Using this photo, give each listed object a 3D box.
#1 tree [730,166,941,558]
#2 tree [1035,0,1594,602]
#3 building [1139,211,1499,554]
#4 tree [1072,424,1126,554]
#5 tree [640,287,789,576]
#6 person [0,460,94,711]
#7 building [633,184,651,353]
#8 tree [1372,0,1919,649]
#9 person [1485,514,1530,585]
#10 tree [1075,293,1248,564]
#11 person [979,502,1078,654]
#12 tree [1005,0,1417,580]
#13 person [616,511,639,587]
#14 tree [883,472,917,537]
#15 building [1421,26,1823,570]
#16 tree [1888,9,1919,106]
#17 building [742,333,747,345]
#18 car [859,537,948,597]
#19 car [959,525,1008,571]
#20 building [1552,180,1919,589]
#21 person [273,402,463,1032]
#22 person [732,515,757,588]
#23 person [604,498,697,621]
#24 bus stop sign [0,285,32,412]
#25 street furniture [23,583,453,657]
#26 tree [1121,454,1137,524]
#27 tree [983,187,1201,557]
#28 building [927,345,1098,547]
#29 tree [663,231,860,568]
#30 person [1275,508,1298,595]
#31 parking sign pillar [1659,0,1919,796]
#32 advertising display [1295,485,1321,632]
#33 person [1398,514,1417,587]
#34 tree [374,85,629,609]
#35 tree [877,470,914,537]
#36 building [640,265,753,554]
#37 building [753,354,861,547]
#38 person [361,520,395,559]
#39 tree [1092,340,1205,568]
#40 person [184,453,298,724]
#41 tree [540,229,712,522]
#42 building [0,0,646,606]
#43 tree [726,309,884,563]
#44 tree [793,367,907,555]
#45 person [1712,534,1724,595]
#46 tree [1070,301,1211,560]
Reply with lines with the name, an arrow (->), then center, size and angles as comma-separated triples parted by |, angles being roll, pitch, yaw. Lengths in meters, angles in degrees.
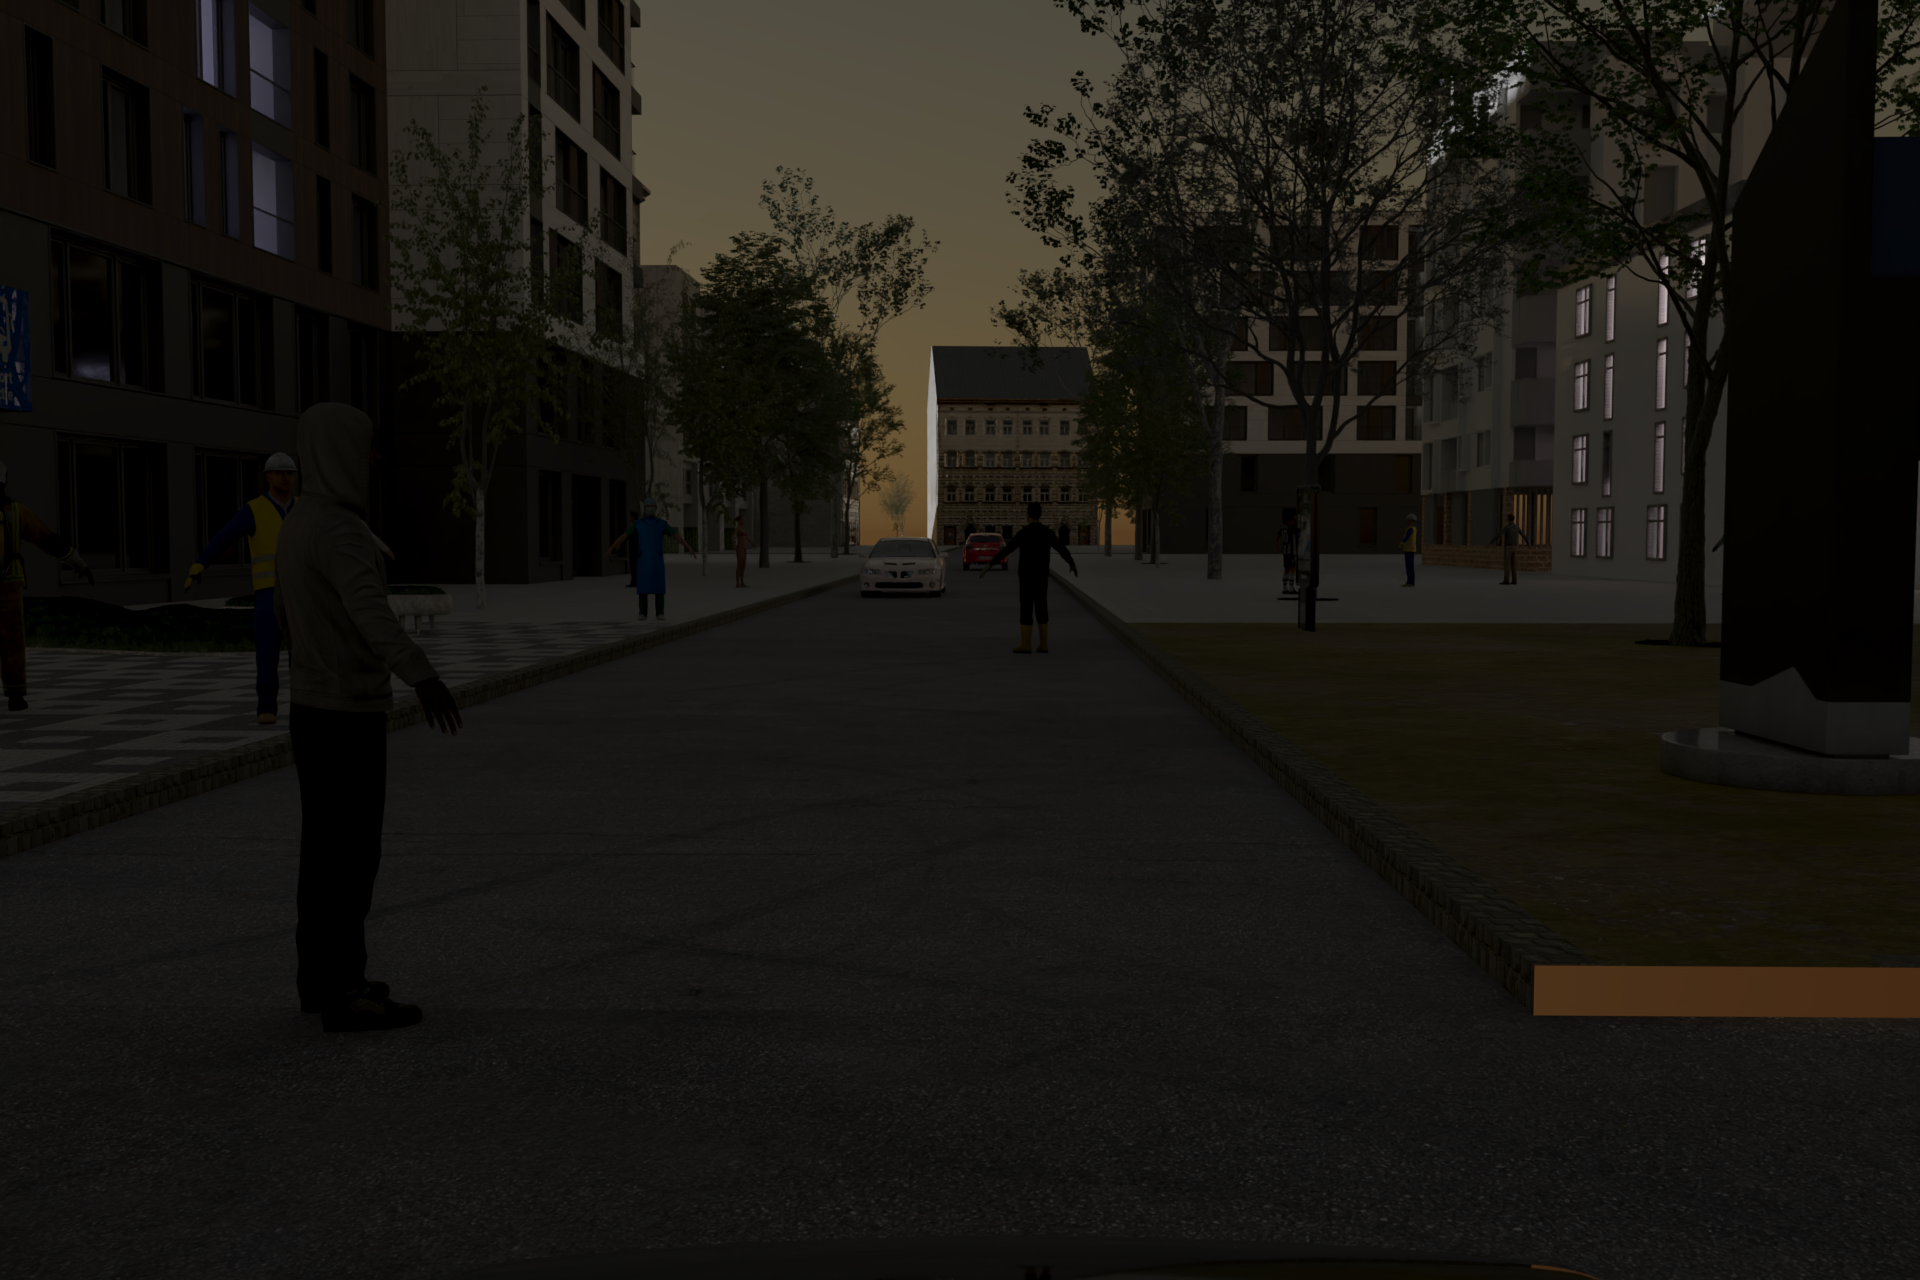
tree -> -8.161, -14.436, 91.910 | 12.611, 20.169, 13.585 | 0, 3, 0
tree -> 6.840, -7.511, 33.181 | 12.009, 13.543, 11.850 | 0, 3, 0
building -> 26.775, -17.259, 126.163 | 27.936, 21.610, 32.646 | 0, 4, 1
tree -> 8.925, -9.802, 110.628 | 4.737, 8.622, 4.395 | 0, 3, 0
tree -> -7.494, -6.236, 52.326 | 4.737, 8.622, 4.395 | 0, 3, 0
person -> -7.014, -0.415, 12.550 | 1.354, 1.858, 0.705 | -2, 4, -34
building -> -23.684, -14.498, 67.967 | 19.493, 23.208, 18.063 | 0, 4, 2
tree -> 8.546, -5.735, 19.517 | 9.928, 11.665, 9.643 | 0, 3, 0
person -> 13.923, -2.299, 43.864 | 1.348, 1.796, 0.705 | -1, 4, -21
tree -> 8.403, -9.039, 73.536 | 9.928, 11.665, 9.643 | 0, 3, 0
person -> 0.874, -0.750, 20.861 | 1.346, 1.812, 0.704 | -2, 4, -27
tree -> 7.146, -11.869, 49.941 | 12.611, 20.169, 13.585 | 0, 3, 0
person -> -7.876, -2.200, 41.899 | 0.705, 1.837, 1.347 | 1, 4, 20
tree -> -6.540, -15.496, 203.715 | 4.360, 8.622, 3.978 | 0, 3, 0
building -> 24.424, -13.125, 71.015 | 16.016, 20.090, 11.380 | 0, 4, 1
tree -> 8.573, -3.789, 12.310 | 4.360, 8.622, 3.978 | 0, 3, 0
building -> -24.858, -17.994, 150.626 | 16.016, 20.090, 11.380 | 0, 4, 1
car -> -1.299, -1.740, 40.803 | 2.083, 1.381, 4.827 | 0, 4, 1
car -> 1.024, -3.690, 69.376 | 2.155, 1.783, 4.494 | 0, 4, 1
building -> 23.035, -6.060, 41.228 | 9.099, 9.664, 28.070 | 0, 4, 1
person -> -1.801, 0.213, 5.108 | 0.705, 1.813, 1.348 | -2, 4, -35
person -> -5.182, -2.125, 41.542 | 0.721, 1.733, 1.217 | 1, 4, 17
person -> -4.595, -1.199, 25.737 | 1.347, 1.817, 0.704 | -1, 4, -8
bus stop sign -> -6.709, -1.366, 11.345 | 0.837, 3.901, 0.837 | 0, 4, 1
street furniture -> -11.287, -0.339, 21.175 | 10.072, 0.657, 5.734 | 1, 4, 12
tree -> 22.694, -17.842, 198.376 | 9.857, 13.997, 8.962 | 0, 3, 0
tree -> 7.621, -14.758, 97.187 | 12.611, 20.169, 13.585 | 0, 3, 0
building -> 5.728, -22.509, 201.408 | 18.063, 23.208, 19.493 | 0, 4, -4
tree -> -7.862, -9.030, 65.774 | 7.486, 12.596, 7.792 | 0, 3, 0
person -> 7.047, -1.878, 36.856 | 0.704, 1.843, 1.345 | -2, 4, -24
parking sign pillar -> 4.492, -1.260, 9.074 | 1.447, 3.967, 1.447 | 0, 4, 2
advertising display -> 4.628, -1.092, 23.075 | 0.123, 1.923, 0.974 | 0, 4, 0
person -> 10.900, -2.189, 42.256 | 0.721, 1.772, 1.216 | 2, 4, 29
tree -> -8.058, -4.844, 29.570 | 4.737, 8.622, 4.395 | 0, 3, 0
tree -> -6.938, -15.138, 197.874 | 4.360, 8.622, 3.978 | 0, 3, 0
building -> -26.381, -16.122, 130.052 | 16.747, 18.905, 31.486 | 0, 4, 2
building -> -20.309, -21.117, 176.187 | 19.493, 23.208, 18.063 | 0, 4, 2
person -> -9.185, -1.232, 26.329 | 1.347, 1.806, 0.705 | 2, 4, 24
tree -> 7.277, -6.999, 64.792 | 4.737, 8.622, 4.395 | 0, 3, 0
person -> -4.608, -0.357, 11.811 | 1.349, 1.833, 0.705 | -3, 5, -41
tree -> -7.462, -5.572, 41.460 | 4.360, 8.622, 3.978 | 0, 3, 0
building -> -24.963, -12.094, 41.717 | 27.936, 21.610, 32.646 | 0, 4, 2
tree -> -7.212, -9.297, 77.756 | 9.928, 11.665, 9.643 | 0, 3, 0
tree -> -6.830, -11.012, 105.804 | 9.928, 11.665, 9.643 | 0, 3, 0
person -> 16.004, -1.841, 35.875 | 0.705, 1.856, 1.354 | 0, 4, -2
tree -> 8.977, -10.163, 84.298 | 7.486, 12.596, 7.792 | 0, 3, 0
